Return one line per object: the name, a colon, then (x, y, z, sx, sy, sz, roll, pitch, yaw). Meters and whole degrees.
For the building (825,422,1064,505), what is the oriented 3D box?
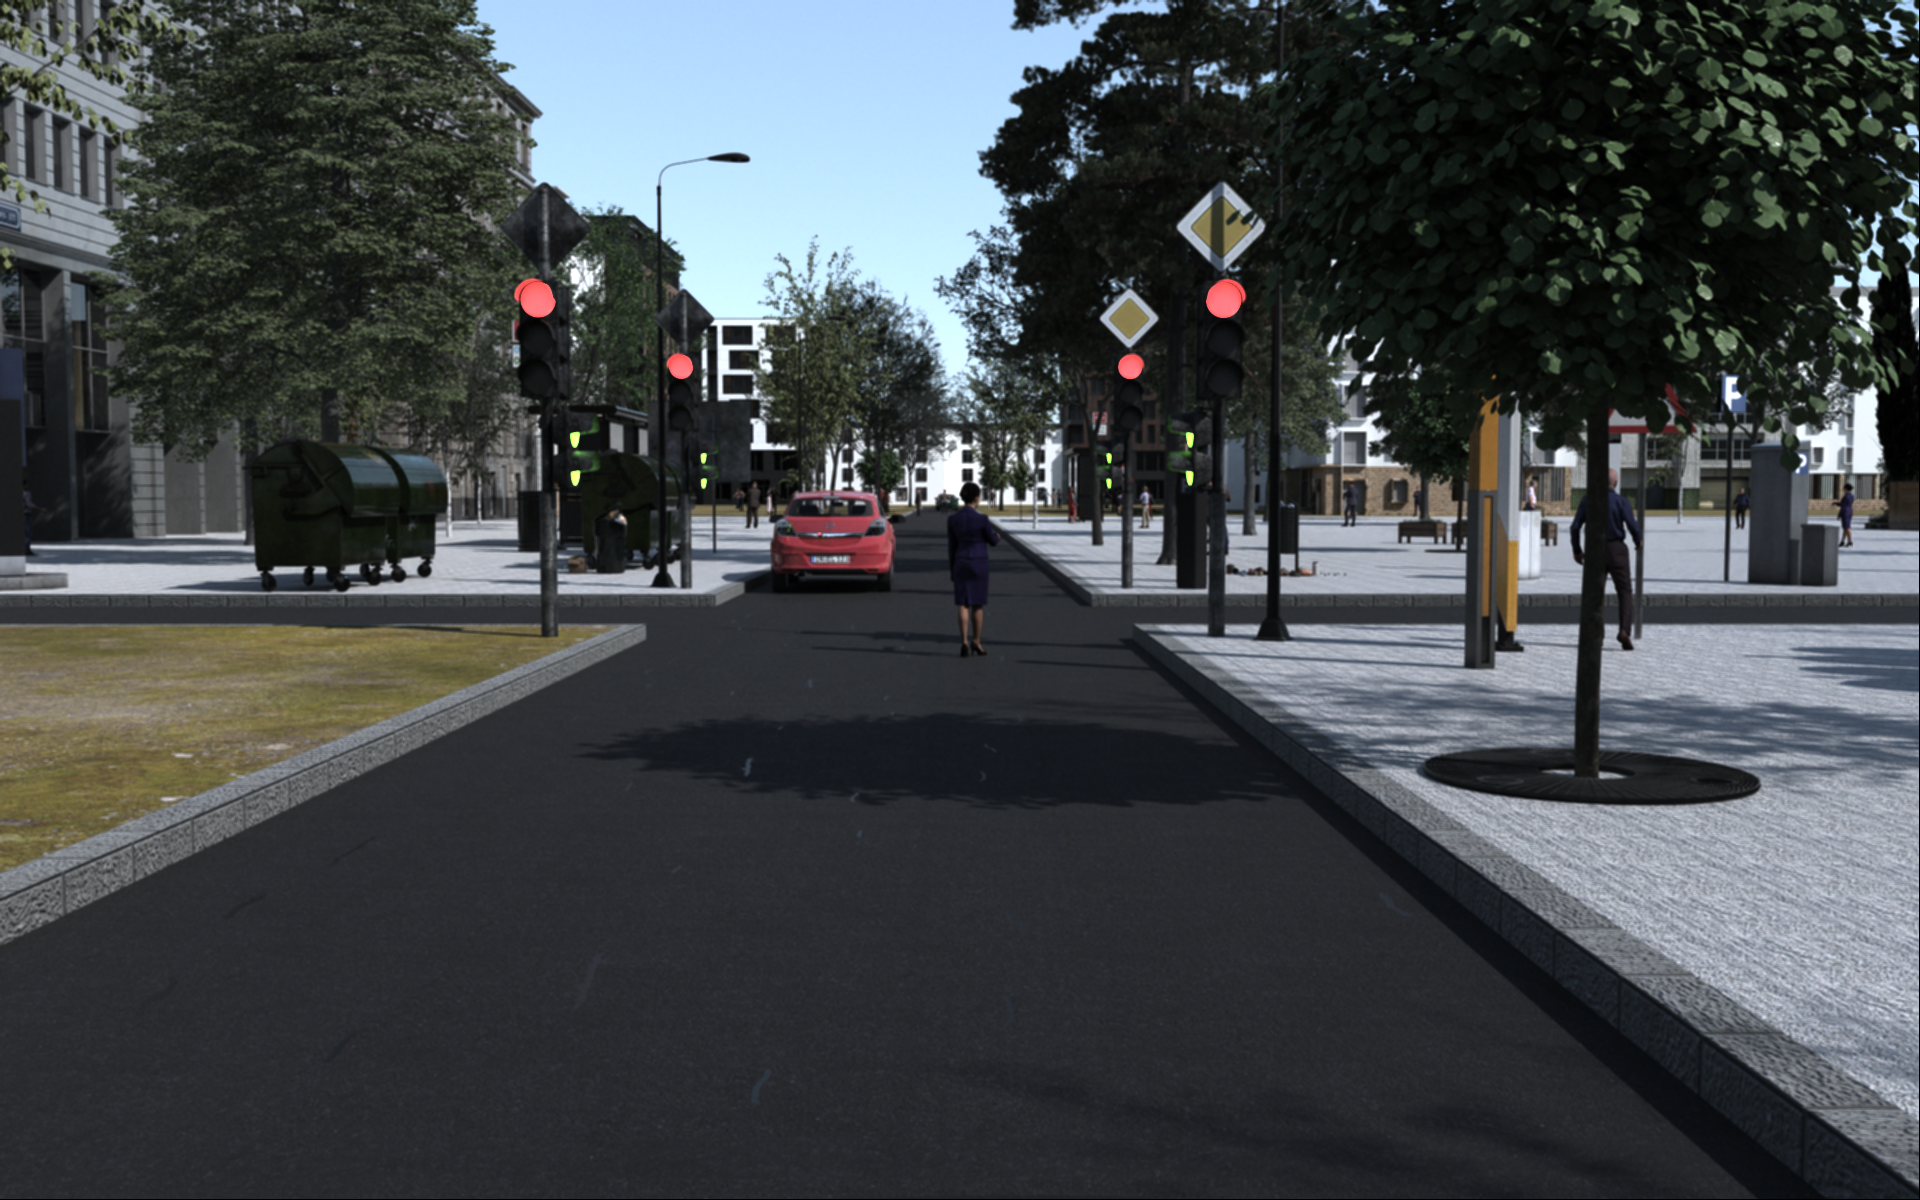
building: (-1.783, -16.127, 205.829, 28.070, 9.664, 9.099, 0, 4, 0)

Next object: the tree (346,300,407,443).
tree: (-21.290, -6.771, 61.063, 4.737, 8.622, 4.395, 0, 3, 0)

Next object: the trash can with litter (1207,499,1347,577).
trash can with litter: (4.901, -1.015, 27.661, 2.233, 1.210, 1.678, 3, 5, 45)

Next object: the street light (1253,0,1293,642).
street light: (2.214, -2.601, 15.063, 1.470, 5.913, 1.316, 0, 4, 0)

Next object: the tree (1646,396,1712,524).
tree: (31.223, -7.645, 75.361, 4.737, 8.622, 4.395, 0, 3, 0)

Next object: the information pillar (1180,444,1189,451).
information pillar: (3.402, -1.279, 25.403, 0.304, 2.012, 0.304, 0, 4, -8)

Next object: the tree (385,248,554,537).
tree: (-15.080, -6.191, 51.583, 4.360, 8.622, 3.978, 0, 3, 0)

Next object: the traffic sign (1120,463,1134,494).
traffic sign: (6.830, -4.435, 72.509, 0.884, 2.594, 0.081, 0, 4, 4)

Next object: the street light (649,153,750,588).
street light: (-3.556, -3.130, 23.717, 1.470, 5.913, 1.316, 0, 4, 0)

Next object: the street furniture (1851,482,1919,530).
street furniture: (37.878, -3.373, 61.998, 9.812, 1.723, 11.010, 0, 4, -5)

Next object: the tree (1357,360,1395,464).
tree: (23.424, -10.104, 87.258, 6.751, 12.117, 7.091, 0, 3, 0)

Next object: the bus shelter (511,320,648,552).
bus shelter: (-9.157, -3.955, 42.303, 2.179, 5.291, 8.768, 0, 4, 0)

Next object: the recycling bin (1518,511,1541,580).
recycling bin: (8.302, -0.837, 26.232, 0.722, 1.027, 0.722, -3, 5, -44)

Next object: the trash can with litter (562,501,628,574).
trash can with litter: (-5.887, -1.013, 27.942, 1.055, 1.170, 0.624, 0, 4, -7)

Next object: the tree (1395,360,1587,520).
tree: (22.695, -9.061, 70.200, 6.751, 12.117, 7.091, 0, 3, 0)

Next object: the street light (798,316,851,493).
street light: (-3.636, -4.444, 45.204, 1.470, 5.913, 1.316, 0, 4, 0)

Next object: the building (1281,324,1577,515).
building: (29.637, -15.558, 110.786, 16.016, 20.091, 11.380, 0, 4, 0)

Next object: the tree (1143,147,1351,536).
tree: (8.601, -8.269, 53.330, 7.486, 12.596, 7.792, 0, 3, 0)

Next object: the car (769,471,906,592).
car: (-1.920, -1.091, 26.876, 2.155, 1.783, 4.494, 0, 4, -2)

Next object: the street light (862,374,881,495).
street light: (-3.730, -5.779, 67.030, 1.470, 5.913, 1.316, 0, 4, 0)

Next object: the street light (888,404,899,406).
street light: (-3.821, -7.130, 89.112, 1.470, 5.913, 1.316, 0, 4, 0)

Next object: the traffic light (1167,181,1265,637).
traffic light: (2.291, -1.605, 15.491, 0.839, 4.213, 0.868, 0, 4, 0)

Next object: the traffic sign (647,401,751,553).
traffic sign: (-5.698, -2.690, 37.852, 2.265, 3.308, 0.079, 0, 4, 3)

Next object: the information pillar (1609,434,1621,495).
information pillar: (10.566, -2.261, 28.327, 0.504, 3.616, 0.183, 0, 4, 7)

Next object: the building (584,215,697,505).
building: (-40.165, -18.174, 141.116, 32.646, 21.610, 27.936, 0, 4, 0)

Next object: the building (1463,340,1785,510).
building: (50.862, -17.219, 147.989, 31.486, 18.905, 16.747, 0, 4, 0)

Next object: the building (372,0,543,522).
building: (-29.340, -17.577, 84.641, 12.463, 27.353, 25.104, 0, 4, 0)

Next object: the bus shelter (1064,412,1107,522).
bus shelter: (6.125, -6.399, 82.263, 2.179, 5.291, 8.768, 0, 4, 0)

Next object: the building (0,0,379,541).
building: (-29.491, -17.077, 56.696, 11.434, 29.767, 29.804, 0, 4, 0)

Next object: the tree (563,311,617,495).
tree: (-15.372, -7.245, 68.823, 4.360, 8.622, 3.978, 0, 3, 0)

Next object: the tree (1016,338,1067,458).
tree: (3.208, -13.500, 131.095, 12.009, 13.543, 11.850, 0, 3, 0)

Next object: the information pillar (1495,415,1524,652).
information pillar: (4.484, -1.399, 14.221, 0.183, 3.616, 0.504, 0, 4, -2)

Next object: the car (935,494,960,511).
car: (-1.062, -8.402, 149.164, 2.131, 1.459, 4.920, 0, 4, -1)

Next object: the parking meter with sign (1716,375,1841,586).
parking meter with sign: (11.710, -1.743, 24.756, 0.543, 3.016, 1.738, -2, 4, -28)

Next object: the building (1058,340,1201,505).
building: (29.195, -22.638, 214.101, 32.646, 21.610, 27.936, 0, 4, 0)

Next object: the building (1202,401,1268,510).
building: (26.398, -12.245, 142.347, 9.099, 9.664, 28.070, 0, 4, 0)

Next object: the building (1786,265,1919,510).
building: (73.040, -17.826, 147.879, 11.380, 20.091, 16.016, 0, 4, 0)

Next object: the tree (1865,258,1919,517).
tree: (50.551, -11.295, 86.490, 13.155, 14.587, 18.604, 1, 4, 9)

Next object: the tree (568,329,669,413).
tree: (-17.930, -9.655, 92.269, 8.767, 10.594, 7.601, 0, 4, 2)

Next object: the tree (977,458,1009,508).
tree: (3.317, -10.795, 160.213, 4.285, 4.588, 4.351, 0, 3, 0)

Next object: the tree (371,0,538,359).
tree: (-11.124, -6.937, 31.542, 7.486, 12.596, 7.792, 0, 3, 0)

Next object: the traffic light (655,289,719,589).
traffic light: (-3.705, -2.091, 23.434, 0.839, 4.213, 0.868, 0, 4, 0)

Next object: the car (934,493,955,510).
car: (-1.281, -9.118, 158.122, 2.155, 1.783, 4.494, 0, 4, 1)

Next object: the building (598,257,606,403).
building: (-32.122, -15.875, 115.982, 16.016, 20.091, 11.380, 0, 4, 0)

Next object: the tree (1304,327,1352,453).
tree: (14.513, -8.899, 79.916, 7.601, 10.594, 8.767, 1, 4, 14)

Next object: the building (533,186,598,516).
building: (-31.201, -15.170, 104.456, 16.016, 20.091, 11.380, 0, 4, 0)

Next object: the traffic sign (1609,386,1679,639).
traffic sign: (6.002, -0.933, 15.260, 0.884, 2.594, 0.081, 0, 4, 5)

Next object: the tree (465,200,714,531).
tree: (-13.648, -8.215, 60.074, 9.928, 11.665, 9.643, 0, 3, 0)

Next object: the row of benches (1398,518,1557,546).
row of benches: (13.220, -1.750, 44.079, 4.104, 0.672, 1.422, 3, 4, 38)

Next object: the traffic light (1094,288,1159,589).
traffic light: (2.256, -2.094, 23.476, 0.839, 4.213, 0.868, 0, 4, 0)

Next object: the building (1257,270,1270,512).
building: (29.373, -16.252, 122.144, 16.016, 20.091, 11.380, 0, 4, 0)

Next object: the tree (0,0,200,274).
tree: (-7.346, -3.718, 11.155, 4.737, 8.622, 4.395, 0, 3, 0)

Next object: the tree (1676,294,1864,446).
tree: (26.228, -7.530, 57.525, 7.601, 10.594, 8.767, 1, 4, 17)

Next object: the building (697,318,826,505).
building: (-32.182, -22.693, 214.998, 32.646, 21.610, 27.936, 0, 4, 0)

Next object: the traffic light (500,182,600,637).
traffic light: (-3.670, -1.603, 15.449, 0.839, 4.213, 0.868, 0, 4, 0)
